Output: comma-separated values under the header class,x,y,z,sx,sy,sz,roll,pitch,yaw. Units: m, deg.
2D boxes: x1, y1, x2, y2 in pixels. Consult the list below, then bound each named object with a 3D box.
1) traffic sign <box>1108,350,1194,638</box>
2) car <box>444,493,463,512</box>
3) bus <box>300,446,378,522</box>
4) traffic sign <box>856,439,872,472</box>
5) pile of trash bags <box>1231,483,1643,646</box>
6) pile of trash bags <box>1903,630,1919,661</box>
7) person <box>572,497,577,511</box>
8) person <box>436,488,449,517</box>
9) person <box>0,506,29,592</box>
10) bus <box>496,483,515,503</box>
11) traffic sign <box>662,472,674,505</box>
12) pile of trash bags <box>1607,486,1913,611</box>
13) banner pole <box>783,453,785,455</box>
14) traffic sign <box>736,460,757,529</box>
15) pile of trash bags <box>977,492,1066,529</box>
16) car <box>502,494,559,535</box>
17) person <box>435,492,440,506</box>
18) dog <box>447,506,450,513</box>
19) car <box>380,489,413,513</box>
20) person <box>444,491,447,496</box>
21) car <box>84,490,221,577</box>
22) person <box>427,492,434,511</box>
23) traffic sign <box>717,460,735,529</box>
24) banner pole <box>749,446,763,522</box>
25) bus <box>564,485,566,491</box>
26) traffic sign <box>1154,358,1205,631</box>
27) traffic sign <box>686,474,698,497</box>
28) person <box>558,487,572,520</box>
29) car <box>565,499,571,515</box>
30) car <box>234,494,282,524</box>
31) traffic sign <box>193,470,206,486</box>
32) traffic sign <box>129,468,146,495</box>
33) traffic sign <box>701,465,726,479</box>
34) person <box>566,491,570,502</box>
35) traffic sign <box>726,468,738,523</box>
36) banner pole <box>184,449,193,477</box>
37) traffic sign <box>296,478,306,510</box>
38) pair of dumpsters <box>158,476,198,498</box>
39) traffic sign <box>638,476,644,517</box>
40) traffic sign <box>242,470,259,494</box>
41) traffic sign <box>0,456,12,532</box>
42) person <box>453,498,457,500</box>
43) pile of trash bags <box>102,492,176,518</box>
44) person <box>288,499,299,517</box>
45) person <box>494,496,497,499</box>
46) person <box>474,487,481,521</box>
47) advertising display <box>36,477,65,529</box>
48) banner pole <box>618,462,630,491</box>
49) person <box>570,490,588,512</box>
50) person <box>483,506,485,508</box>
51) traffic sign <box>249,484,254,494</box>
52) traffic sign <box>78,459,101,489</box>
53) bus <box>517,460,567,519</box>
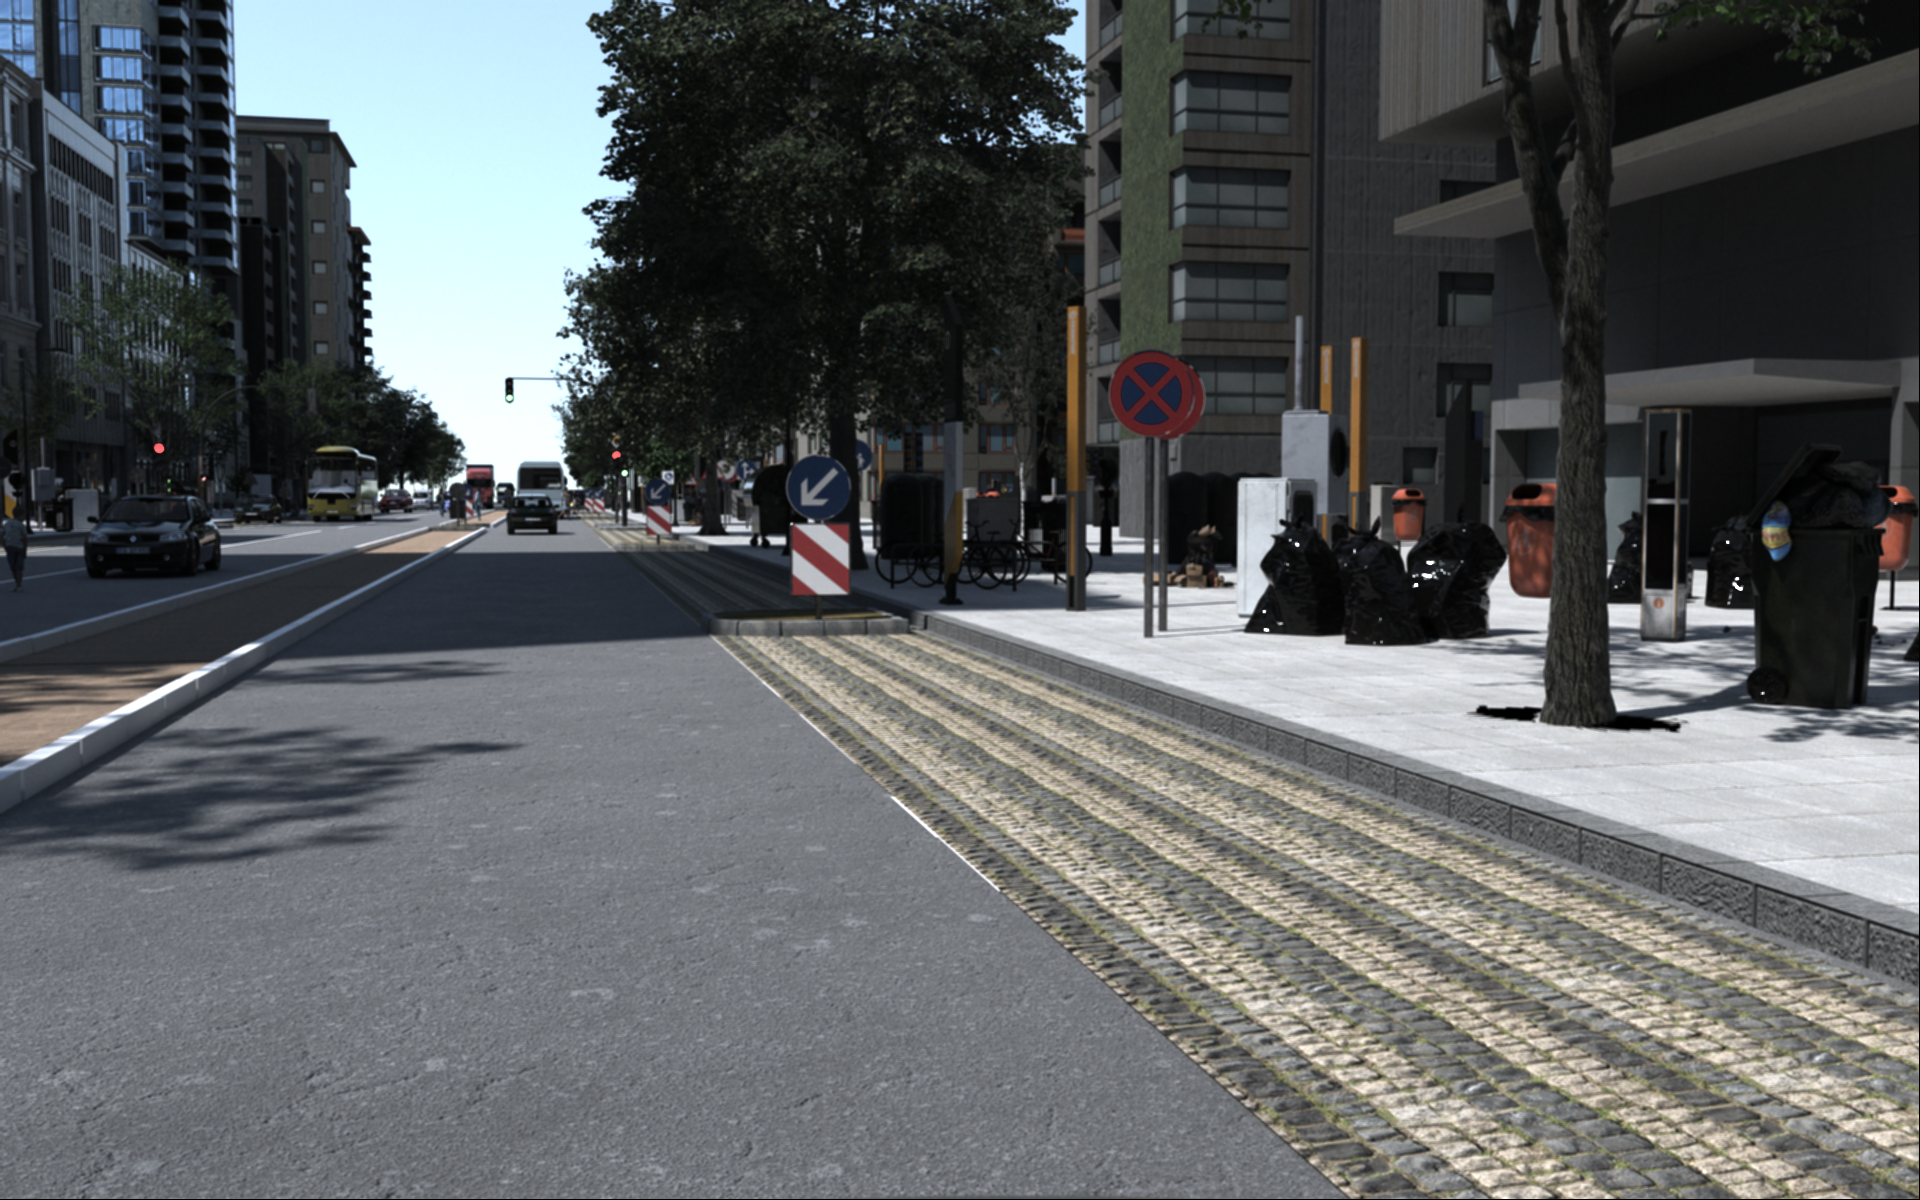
class,x,y,z,sx,sy,sz,roll,pitch,yaw
traffic sign,1.688,-0.937,15.423,0.768,2.556,0.104,0,4,-6
car,-40.273,-7.841,137.784,1.945,1.707,3.694,-1,4,-15
bus,-32.870,-6.163,92.320,2.896,3.916,12.252,-1,4,-14
traffic sign,-2.431,-2.460,40.332,0.768,2.556,0.104,-1,4,-12
pile of trash bags,4.064,-0.334,15.210,1.912,1.369,3.447,-2,4,-26
pile of trash bags,8.415,-0.146,12.139,1.912,1.369,3.447,-1,4,-10
person,-28.993,-7.161,130.265,0.352,1.250,0.332,-1,4,-11
person,-31.825,-5.962,106.333,0.721,1.781,0.623,3,4,37
person,-13.905,-0.752,25.485,0.332,1.250,0.352,1,4,20
bus,-71.406,-16.957,272.112,2.948,3.499,13.247,-1,4,-15
traffic sign,-12.904,-4.568,76.821,0.606,2.300,0.079,0,4,-5
pile of trash bags,9.154,-0.624,19.948,1.912,1.369,3.447,-3,5,-44
banner pole,-10.409,-6.994,104.372,0.863,3.779,0.401,2,4,34
traffic sign,-7.903,-3.924,64.257,0.768,2.556,0.104,0,4,-6
pile of trash bags,2.450,-3.321,64.050,3.447,1.369,1.912,2,4,30
car,-15.442,-3.218,62.403,2.009,1.686,4.222,-1,4,-15
person,-62.091,-12.060,206.475,0.721,1.735,1.217,3,4,37
dog,-39.111,-6.939,132.738,0.540,0.507,0.406,1,4,10
car,-43.254,-7.602,132.961,2.281,1.827,5.304,-1,4,-12
person,-45.403,-8.768,152.572,0.721,1.743,1.217,3,4,38
car,-14.486,-1.309,31.185,2.009,1.686,4.222,-1,4,-15
person,-44.289,-8.234,144.944,0.330,1.601,0.589,3,5,43
traffic sign,-8.611,-3.877,63.491,0.768,2.556,0.104,-1,4,-9
banner pole,-9.348,-5.430,78.794,0.863,3.779,0.401,-1,4,-8
bus,-38.509,-10.286,163.029,2.948,3.499,13.247,-1,4,-14
traffic sign,1.897,-0.980,16.125,0.768,2.556,0.104,-1,4,-12
traffic sign,-15.826,-6.224,101.773,0.884,2.594,0.081,0,4,-5
person,-21.513,-5.251,94.444,0.778,1.811,0.616,-2,4,-35
car,-28.341,-6.712,121.543,2.131,1.459,4.920,-1,4,-15
car,-34.286,-4.577,84.617,2.009,1.686,4.222,-1,4,-13
traffic sign,-41.155,-5.717,93.479,0.884,2.594,0.081,0,4,-8
traffic sign,-39.552,-5.088,83.289,0.768,2.556,0.104,0,4,-7
traffic sign,-8.814,-3.785,61.881,0.884,2.594,0.081,0,4,-6
person,-33.516,-8.473,147.789,0.466,1.731,0.760,-1,4,-22
traffic sign,-10.220,-4.685,76.699,0.768,2.556,0.104,-1,4,-13
banner pole,-42.900,-6.508,96.422,0.863,3.779,0.401,2,4,26
traffic sign,-53.619,-8.610,140.881,0.768,2.556,0.104,0,4,-4
pair of dumpsters,-40.959,-5.396,90.713,1.574,2.255,4.437,-1,4,-13
traffic sign,-17.947,-5.878,98.235,0.606,2.300,0.079,-1,4,-9
traffic sign,-38.894,-5.808,94.966,0.884,2.594,0.081,-1,4,-11
traffic sign,-32.272,-3.556,58.245,0.768,2.556,0.104,0,4,-6
person,-29.464,-5.658,101.356,0.624,1.780,0.694,0,4,0
pile of trash bags,-40.456,-4.632,85.482,3.447,1.369,1.912,-2,4,-29
person,-38.565,-5.275,100.240,1.012,1.151,0.738,3,5,43
person,-47.520,-10.197,175.160,1.348,1.831,0.705,-2,4,-24
person,-25.703,-5.115,92.395,0.793,1.790,0.793,-2,4,-28
advertising display,-33.847,-3.623,64.453,0.974,1.923,0.123,-2,4,-35
banner pole,-22.789,-7.759,116.881,0.863,3.779,0.401,-1,4,-14
person,-30.994,-8.098,141.121,1.509,1.804,0.699,-1,4,-18
person,-49.069,-10.431,178.984,1.348,1.831,0.705,-2,4,-24
traffic sign,-46.705,-6.956,113.837,0.768,2.556,0.104,0,4,-6
traffic sign,-31.298,-3.802,62.264,0.768,2.556,0.104,-1,4,-11
bus,-24.733,-6.584,102.513,2.948,3.499,13.247,-1,4,-13
